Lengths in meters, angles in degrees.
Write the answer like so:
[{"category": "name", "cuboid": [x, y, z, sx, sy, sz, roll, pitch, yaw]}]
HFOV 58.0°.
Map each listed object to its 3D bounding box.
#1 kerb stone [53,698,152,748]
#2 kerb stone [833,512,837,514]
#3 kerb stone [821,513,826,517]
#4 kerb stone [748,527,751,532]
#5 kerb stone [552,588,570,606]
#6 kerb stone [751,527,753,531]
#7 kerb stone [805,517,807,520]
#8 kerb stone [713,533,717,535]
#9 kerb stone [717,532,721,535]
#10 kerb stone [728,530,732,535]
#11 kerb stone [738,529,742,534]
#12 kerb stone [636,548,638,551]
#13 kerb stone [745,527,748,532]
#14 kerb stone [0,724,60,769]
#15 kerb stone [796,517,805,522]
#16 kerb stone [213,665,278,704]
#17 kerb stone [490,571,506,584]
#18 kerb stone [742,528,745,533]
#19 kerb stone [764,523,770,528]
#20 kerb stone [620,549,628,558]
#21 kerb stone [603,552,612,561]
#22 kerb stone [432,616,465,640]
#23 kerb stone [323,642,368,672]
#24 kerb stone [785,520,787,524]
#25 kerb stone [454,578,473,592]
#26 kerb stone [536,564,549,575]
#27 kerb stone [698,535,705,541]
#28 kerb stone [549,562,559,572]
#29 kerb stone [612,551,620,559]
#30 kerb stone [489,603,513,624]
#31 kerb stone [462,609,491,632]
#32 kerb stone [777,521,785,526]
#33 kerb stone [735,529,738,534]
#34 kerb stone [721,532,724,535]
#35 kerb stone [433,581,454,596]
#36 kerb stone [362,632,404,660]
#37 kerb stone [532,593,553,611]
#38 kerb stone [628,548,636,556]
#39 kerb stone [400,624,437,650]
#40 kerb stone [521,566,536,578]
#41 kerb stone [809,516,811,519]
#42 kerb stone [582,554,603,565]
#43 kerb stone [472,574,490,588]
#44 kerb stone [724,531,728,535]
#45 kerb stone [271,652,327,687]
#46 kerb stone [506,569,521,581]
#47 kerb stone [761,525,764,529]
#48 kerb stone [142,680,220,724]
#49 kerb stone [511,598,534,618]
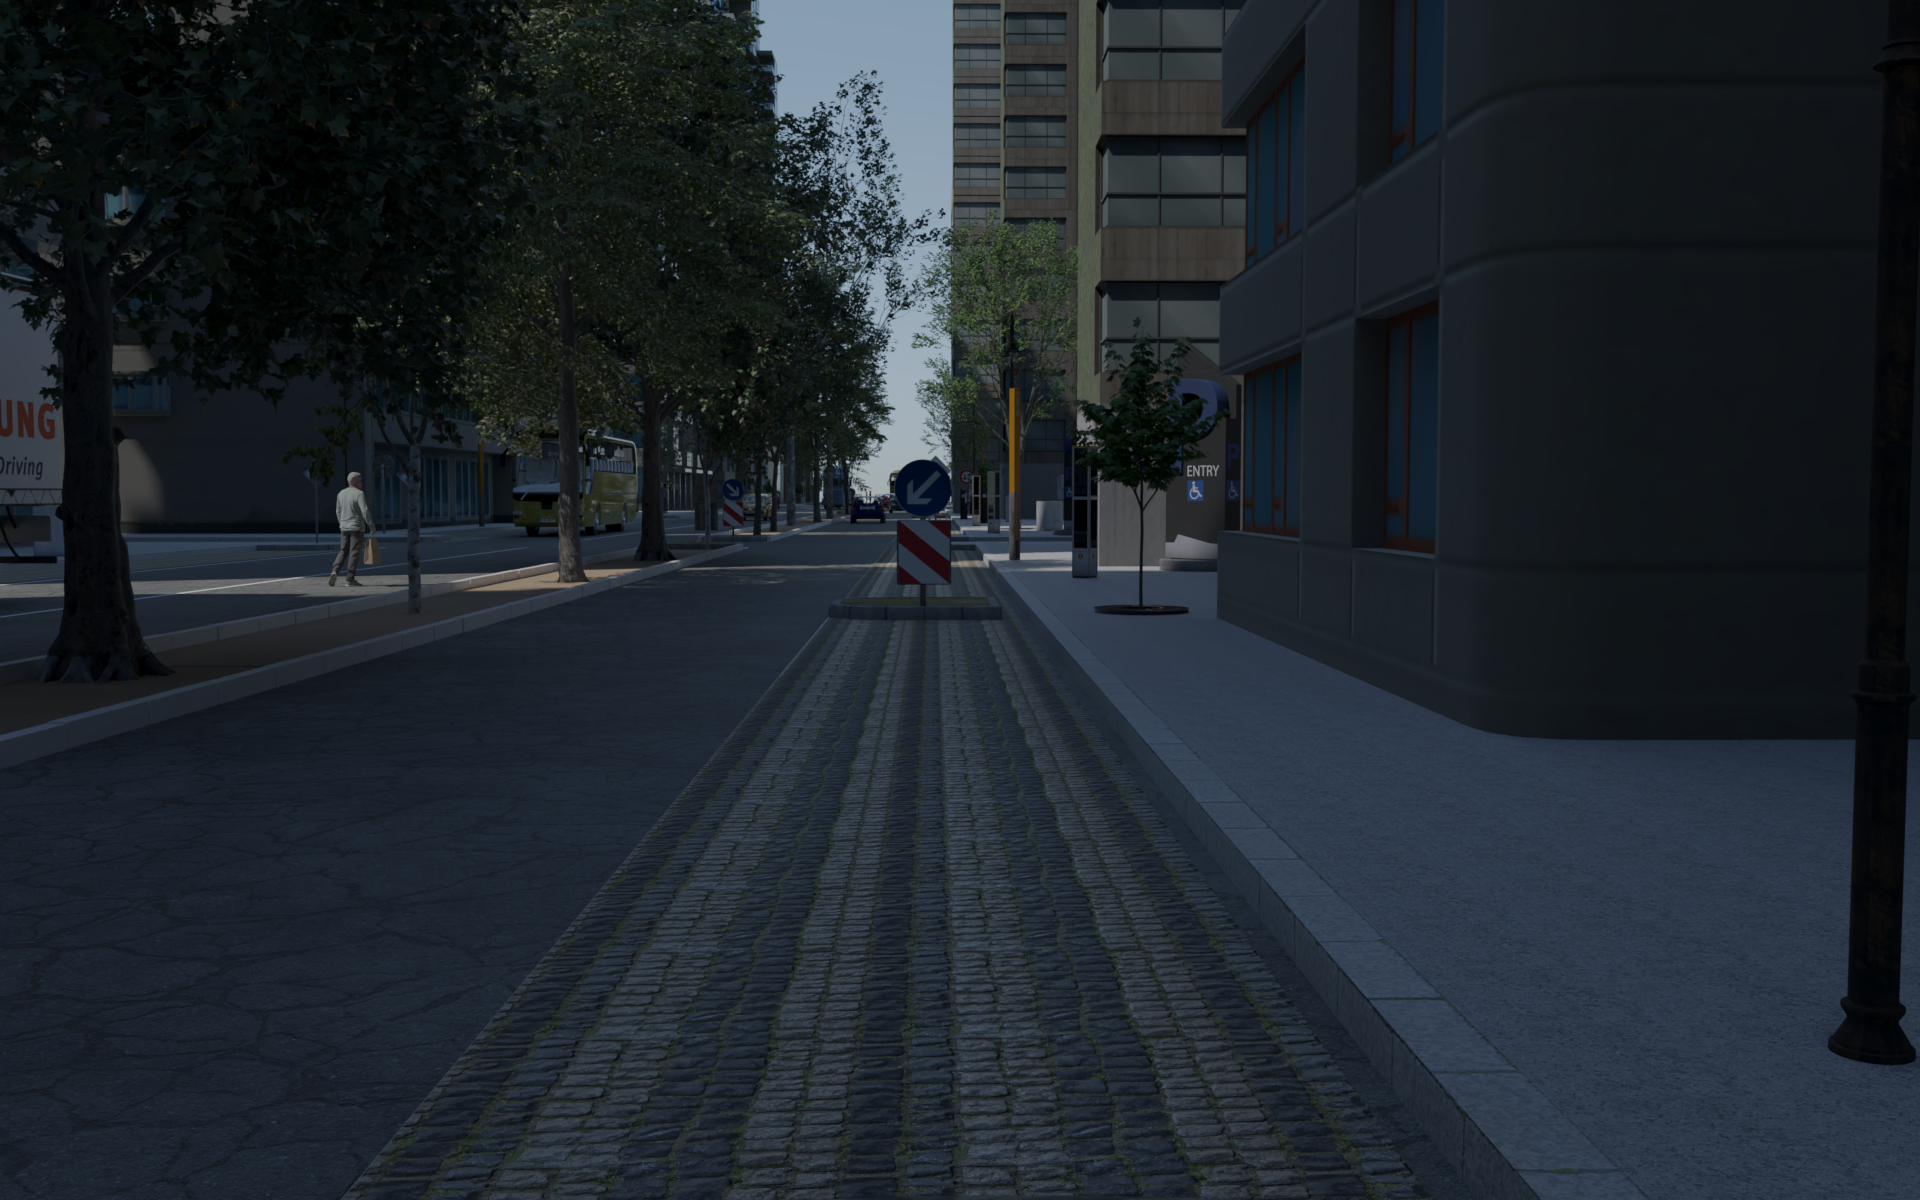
[{"category": "kerb stone", "cuboid": [-5.083, 0.731, 10.242, 0.120, 0.150, 1.000, 0, 4, -1]}, {"category": "kerb stone", "cuboid": [-9.087, -6.384, 126.566, 0.120, 0.150, 1.000, 0, 4, -1]}, {"category": "kerb stone", "cuboid": [-8.873, -5.569, 113.252, 0.120, 0.150, 1.000, 0, 4, -1]}, {"category": "kerb stone", "cuboid": [-8.072, -2.624, 65.117, 0.120, 0.150, 1.000, 0, 4, -1]}, {"category": "kerb stone", "cuboid": [-5.280, -0.015, 22.545, 0.120, 0.150, 1.000, 0, 4, -1]}, {"category": "kerb stone", "cuboid": [-8.100, -2.688, 66.139, 0.120, 0.150, 1.000, 0, 4, -1]}, {"category": "kerb stone", "cuboid": [-8.538, -4.380, 93.807, 0.120, 0.150, 1.000, 0, 4, -1]}, {"category": "kerb stone", "cuboid": [-7.915, -1.997, 54.879, 0.120, 0.150, 1.000, 0, 4, -1]}, {"category": "kerb stone", "cuboid": [-7.928, -2.061, 55.901, 0.120, 0.150, 1.000, 0, 4, -1]}, {"category": "kerb stone", "cuboid": [-7.978, -2.250, 58.975, 0.120, 0.150, 1.000, 0, 4, -1]}, {"category": "kerb stone", "cuboid": [-8.030, -2.437, 62.052, 0.120, 0.150, 1.000, 0, 4, -1]}, {"category": "kerb stone", "cuboid": [-7.684, -1.147, 40.957, 0.120, 0.150, 1.000, 0, 4, -1]}, {"category": "kerb stone", "cuboid": [-8.063, -2.563, 64.095, 0.120, 0.150, 1.000, 0, 4, -1]}, {"category": "kerb stone", "cuboid": [-5.061, 0.799, 9.220, 0.120, 0.150, 1.000, 0, 4, -1]}, {"category": "kerb stone", "cuboid": [-8.527, -4.317, 92.779, 0.120, 0.150, 1.000, 0, 4, -1]}, {"category": "kerb stone", "cuboid": [-5.113, 0.607, 12.297, 0.120, 0.150, 1.000, 0, 4, -1]}, {"category": "kerb stone", "cuboid": [-7.472, -0.330, 27.647, 0.120, 0.150, 1.000, 0, 4, -1]}, {"category": "kerb stone", "cuboid": [-8.042, -2.500, 63.074, 0.120, 0.150, 1.000, 0, 4, -1]}, {"category": "kerb stone", "cuboid": [-8.214, -3.126, 73.297, 0.120, 0.150, 1.000, 0, 4, -1]}, {"category": "kerb stone", "cuboid": [-7.655, -1.019, 38.907, 0.120, 0.150, 1.000, 0, 4, -1]}, {"category": "kerb stone", "cuboid": [-7.618, -0.897, 36.862, 0.120, 0.150, 1.000, 0, 4, -1]}, {"category": "kerb stone", "cuboid": [-5.201, 0.298, 17.424, 0.120, 0.150, 1.000, 0, 4, -1]}, {"category": "kerb stone", "cuboid": [-5.150, 0.483, 14.353, 0.120, 0.150, 1.000, 0, 4, -1]}, {"category": "kerb stone", "cuboid": [-8.343, -3.623, 81.498, 0.120, 0.150, 1.000, 0, 4, -1]}, {"category": "kerb stone", "cuboid": [-7.437, -0.202, 25.603, 0.120, 0.150, 1.000, 0, 4, -1]}, {"category": "kerb stone", "cuboid": [-7.511, -0.519, 30.716, 0.120, 0.150, 1.000, 0, 4, -1]}, {"category": "kerb stone", "cuboid": [-7.876, -1.874, 52.836, 0.120, 0.150, 1.000, 0, 4, -1]}, {"category": "kerb stone", "cuboid": [-7.531, -0.584, 31.738, 0.120, 0.150, 1.000, 0, 4, -1]}, {"category": "kerb stone", "cuboid": [-7.633, -0.960, 37.885, 0.120, 0.150, 1.000, 0, 4, -1]}, {"category": "kerb stone", "cuboid": [-5.234, 0.170, 19.475, 0.120, 0.150, 1.000, 0, 4, -1]}, {"category": "kerb stone", "cuboid": [-5.210, 0.230, 18.446, 0.120, 0.150, 1.000, 0, 4, -1]}, {"category": "kerb stone", "cuboid": [-8.329, -3.561, 80.469, 0.120, 0.150, 1.000, 0, 4, -1]}, {"category": "kerb stone", "cuboid": [-8.018, -2.375, 61.030, 0.120, 0.150, 1.000, 0, 4, -1]}, {"category": "kerb stone", "cuboid": [-7.948, -2.124, 56.926, 0.120, 0.150, 1.000, 0, 4, -1]}, {"category": "kerb stone", "cuboid": [-7.421, -0.144, 24.578, 0.120, 0.150, 1.000, 0, 4, -1]}, {"category": "kerb stone", "cuboid": [-5.169, 0.422, 15.376, 0.120, 0.150, 1.000, 0, 4, -1]}, {"category": "kerb stone", "cuboid": [-5.262, 0.044, 21.521, 0.120, 0.150, 1.000, 0, 4, -1]}, {"category": "kerb stone", "cuboid": [-7.669, -1.082, 39.935, 0.120, 0.150, 1.000, 0, 4, -1]}, {"category": "kerb stone", "cuboid": [-5.185, 0.359, 16.398, 0.120, 0.150, 1.000, 0, 4, -1]}, {"category": "kerb stone", "cuboid": [-7.495, -0.456, 29.693, 0.120, 0.150, 1.000, 0, 4, -1]}, {"category": "kerb stone", "cuboid": [-8.597, -4.566, 96.873, 0.120, 0.150, 1.000, 0, 4, -1]}, {"category": "kerb stone", "cuboid": [-7.604, -0.830, 35.841, 0.120, 0.150, 1.000, 0, 4, -1]}, {"category": "kerb stone", "cuboid": [-7.449, -0.271, 26.625, 0.120, 0.150, 1.000, 0, 4, -1]}, {"category": "kerb stone", "cuboid": [-7.964, -2.183, 57.948, 0.120, 0.150, 1.000, 0, 4, -1]}, {"category": "kerb stone", "cuboid": [-5.131, 0.543, 13.325, 0.120, 0.150, 1.000, 0, 4, -1]}, {"category": "kerb stone", "cuboid": [-7.490, -0.396, 28.671, 0.120, 0.150, 1.000, 0, 4, -1]}, {"category": "kerb stone", "cuboid": [-8.162, -2.938, 70.232, 0.120, 0.150, 1.000, 0, 4, -1]}, {"category": "kerb stone", "cuboid": [-5.099, 0.668, 11.274, 0.120, 0.150, 1.000, 0, 4, -1]}, {"category": "kerb stone", "cuboid": [-5.249, 0.104, 20.498, 0.120, 0.150, 1.000, 0, 4, -1]}]
